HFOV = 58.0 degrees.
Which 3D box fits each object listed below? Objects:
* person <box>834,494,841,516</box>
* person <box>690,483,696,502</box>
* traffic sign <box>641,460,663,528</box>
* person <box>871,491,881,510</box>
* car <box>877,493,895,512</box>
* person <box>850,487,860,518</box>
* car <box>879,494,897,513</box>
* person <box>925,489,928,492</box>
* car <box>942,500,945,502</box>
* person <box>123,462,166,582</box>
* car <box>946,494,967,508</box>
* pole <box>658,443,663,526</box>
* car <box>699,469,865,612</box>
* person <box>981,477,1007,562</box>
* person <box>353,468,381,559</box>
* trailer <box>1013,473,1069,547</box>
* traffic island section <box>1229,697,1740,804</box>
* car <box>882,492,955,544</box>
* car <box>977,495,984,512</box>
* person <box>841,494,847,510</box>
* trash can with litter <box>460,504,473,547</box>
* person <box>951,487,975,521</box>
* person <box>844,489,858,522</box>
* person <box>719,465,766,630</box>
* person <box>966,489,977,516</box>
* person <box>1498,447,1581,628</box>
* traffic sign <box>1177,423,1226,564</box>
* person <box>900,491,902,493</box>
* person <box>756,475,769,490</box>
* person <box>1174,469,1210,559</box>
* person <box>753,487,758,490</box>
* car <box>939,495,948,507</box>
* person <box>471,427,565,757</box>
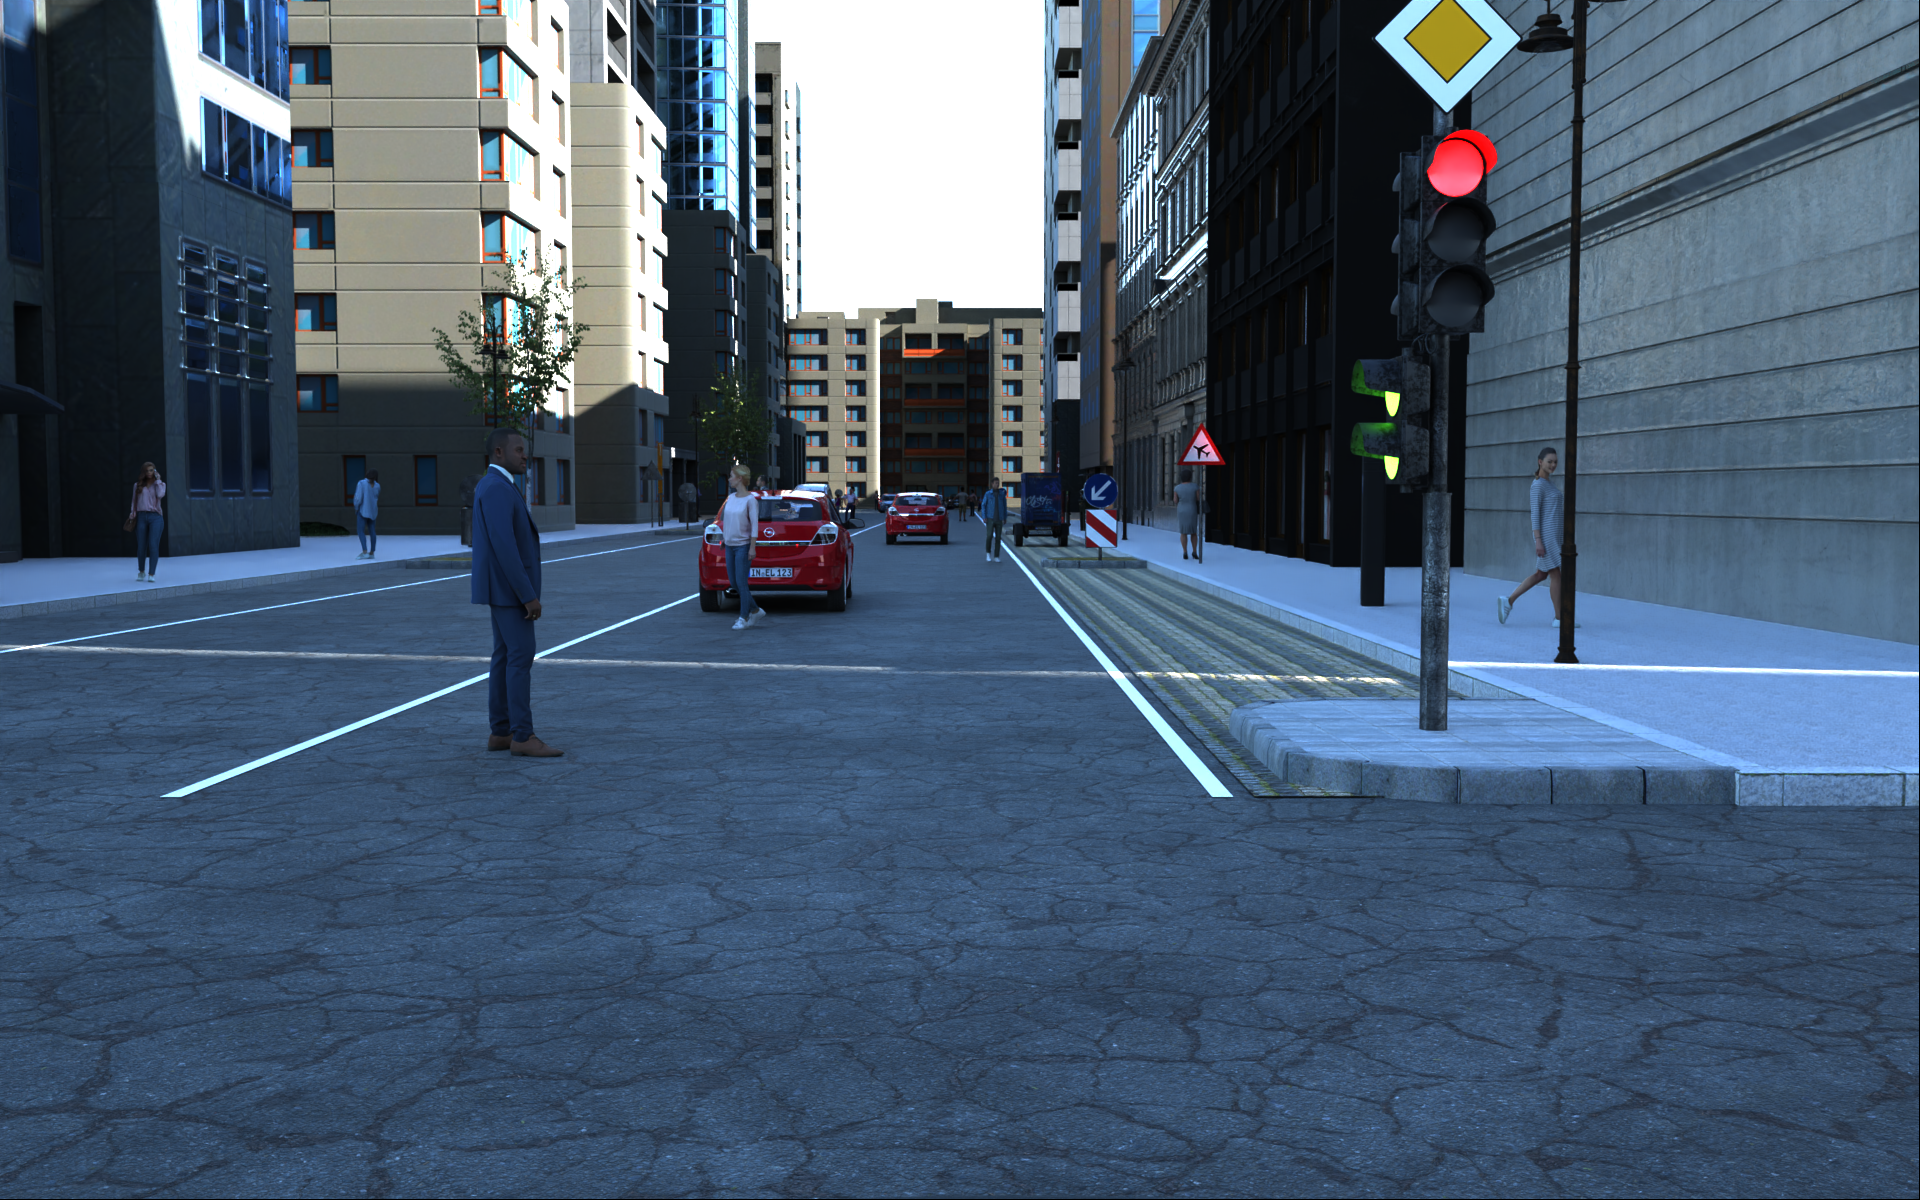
[{"bbox_3d":[-7.013,-5.316,98.640,0.599,1.433,0.991,1,4,15],"label":"person"},{"bbox_3d":[-12.507,-4.585,81.101,0.391,1.810,0.635,-2,4,-35],"label":"person"},{"bbox_3d":[-11.785,-4.053,66.277,0.884,2.594,0.081,0,4,1],"label":"traffic sign"},{"bbox_3d":[-7.314,-8.781,152.778,1.217,1.736,0.721,-2,4,-35],"label":"person"},{"bbox_3d":[-5.595,-7.991,139.697,2.155,1.783,4.494,0,4,2],"label":"car"},{"bbox_3d":[-5.547,-4.990,90.095,0.705,1.823,1.348,-2,4,-26],"label":"person"},{"bbox_3d":[-5.199,-7.403,133.048,2.014,1.417,4.499,0,4,0],"label":"car"},{"bbox_3d":[-2.733,-7.972,138.847,0.705,1.824,1.348,0,4,-4],"label":"person"},{"bbox_3d":[-1.946,-5.695,102.152,2.155,1.783,4.494,0,4,1],"label":"car"},{"bbox_3d":[-11.931,-1.148,25.406,0.593,1.750,0.643,-1,4,-13],"label":"person"},{"bbox_3d":[-0.269,-9.139,159.213,2.009,1.686,4.222,0,4,1],"label":"car"},{"bbox_3d":[-11.883,-4.577,68.671,0.158,3.312,0.155,0,3,0],"label":"pole"},{"bbox_3d":[-2.328,-0.830,22.605,2.155,1.783,4.494,0,4,-2],"label":"car"},{"bbox_3d":[0.720,-1.681,36.324,0.601,1.785,0.444,-1,4,-13],"label":"person"},{"bbox_3d":[-11.720,-1.710,34.263,0.793,1.790,0.793,0,4,0],"label":"person"},{"bbox_3d":[2.198,-2.506,48.021,1.471,1.999,3.904,0,4,-1],"label":"trailer"},{"bbox_3d":[2.604,0.785,9.450,2.009,0.180,2.903,0,3,0],"label":"traffic island section"},{"bbox_3d":[-1.233,-2.548,50.708,2.155,1.783,4.494,0,4,0],"label":"car"},{"bbox_3d":[2.339,-7.960,142.728,1.945,1.354,3.894,0,4,2],"label":"car"},{"bbox_3d":[-10.293,-8.649,153.097,0.628,1.438,0.799,0,4,6],"label":"person"},{"bbox_3d":[-11.706,-1.870,41.958,0.624,1.170,1.055,0,4,-5],"label":"trash can with litter"},{"bbox_3d":[0.142,-5.036,90.843,1.348,1.824,0.705,1,4,16],"label":"person"},{"bbox_3d":[-5.574,-4.811,88.094,0.756,1.711,0.436,1,4,15],"label":"person"},{"bbox_3d":[-2.305,-0.567,18.442,0.731,1.740,0.598,3,4,37],"label":"person"},{"bbox_3d":[0.725,-6.239,111.219,0.721,1.736,1.217,-3,4,-39],"label":"person"},{"bbox_3d":[5.593,-0.603,16.659,0.760,1.731,0.466,0,4,3],"label":"person"},{"bbox_3d":[4.436,-1.949,31.878,0.884,2.594,0.081,0,4,7],"label":"traffic sign"},{"bbox_3d":[-5.298,-9.127,158.263,0.617,1.759,0.750,3,4,37],"label":"person"},{"bbox_3d":[-3.925,-1.567,34.221,0.767,1.812,0.694,0,4,-8],"label":"person"},{"bbox_3d":[4.572,-1.693,34.083,0.716,1.782,0.532,1,4,13],"label":"person"},{"bbox_3d":[-9.768,-4.493,82.360,0.834,1.777,0.661,3,5,44],"label":"person"},{"bbox_3d":[-1.849,-6.867,124.286,2.014,1.417,4.499,0,4,1],"label":"car"},{"bbox_3d":[-2.507,-0.058,9.623,0.419,1.800,0.721,-2,4,-28],"label":"person"}]
